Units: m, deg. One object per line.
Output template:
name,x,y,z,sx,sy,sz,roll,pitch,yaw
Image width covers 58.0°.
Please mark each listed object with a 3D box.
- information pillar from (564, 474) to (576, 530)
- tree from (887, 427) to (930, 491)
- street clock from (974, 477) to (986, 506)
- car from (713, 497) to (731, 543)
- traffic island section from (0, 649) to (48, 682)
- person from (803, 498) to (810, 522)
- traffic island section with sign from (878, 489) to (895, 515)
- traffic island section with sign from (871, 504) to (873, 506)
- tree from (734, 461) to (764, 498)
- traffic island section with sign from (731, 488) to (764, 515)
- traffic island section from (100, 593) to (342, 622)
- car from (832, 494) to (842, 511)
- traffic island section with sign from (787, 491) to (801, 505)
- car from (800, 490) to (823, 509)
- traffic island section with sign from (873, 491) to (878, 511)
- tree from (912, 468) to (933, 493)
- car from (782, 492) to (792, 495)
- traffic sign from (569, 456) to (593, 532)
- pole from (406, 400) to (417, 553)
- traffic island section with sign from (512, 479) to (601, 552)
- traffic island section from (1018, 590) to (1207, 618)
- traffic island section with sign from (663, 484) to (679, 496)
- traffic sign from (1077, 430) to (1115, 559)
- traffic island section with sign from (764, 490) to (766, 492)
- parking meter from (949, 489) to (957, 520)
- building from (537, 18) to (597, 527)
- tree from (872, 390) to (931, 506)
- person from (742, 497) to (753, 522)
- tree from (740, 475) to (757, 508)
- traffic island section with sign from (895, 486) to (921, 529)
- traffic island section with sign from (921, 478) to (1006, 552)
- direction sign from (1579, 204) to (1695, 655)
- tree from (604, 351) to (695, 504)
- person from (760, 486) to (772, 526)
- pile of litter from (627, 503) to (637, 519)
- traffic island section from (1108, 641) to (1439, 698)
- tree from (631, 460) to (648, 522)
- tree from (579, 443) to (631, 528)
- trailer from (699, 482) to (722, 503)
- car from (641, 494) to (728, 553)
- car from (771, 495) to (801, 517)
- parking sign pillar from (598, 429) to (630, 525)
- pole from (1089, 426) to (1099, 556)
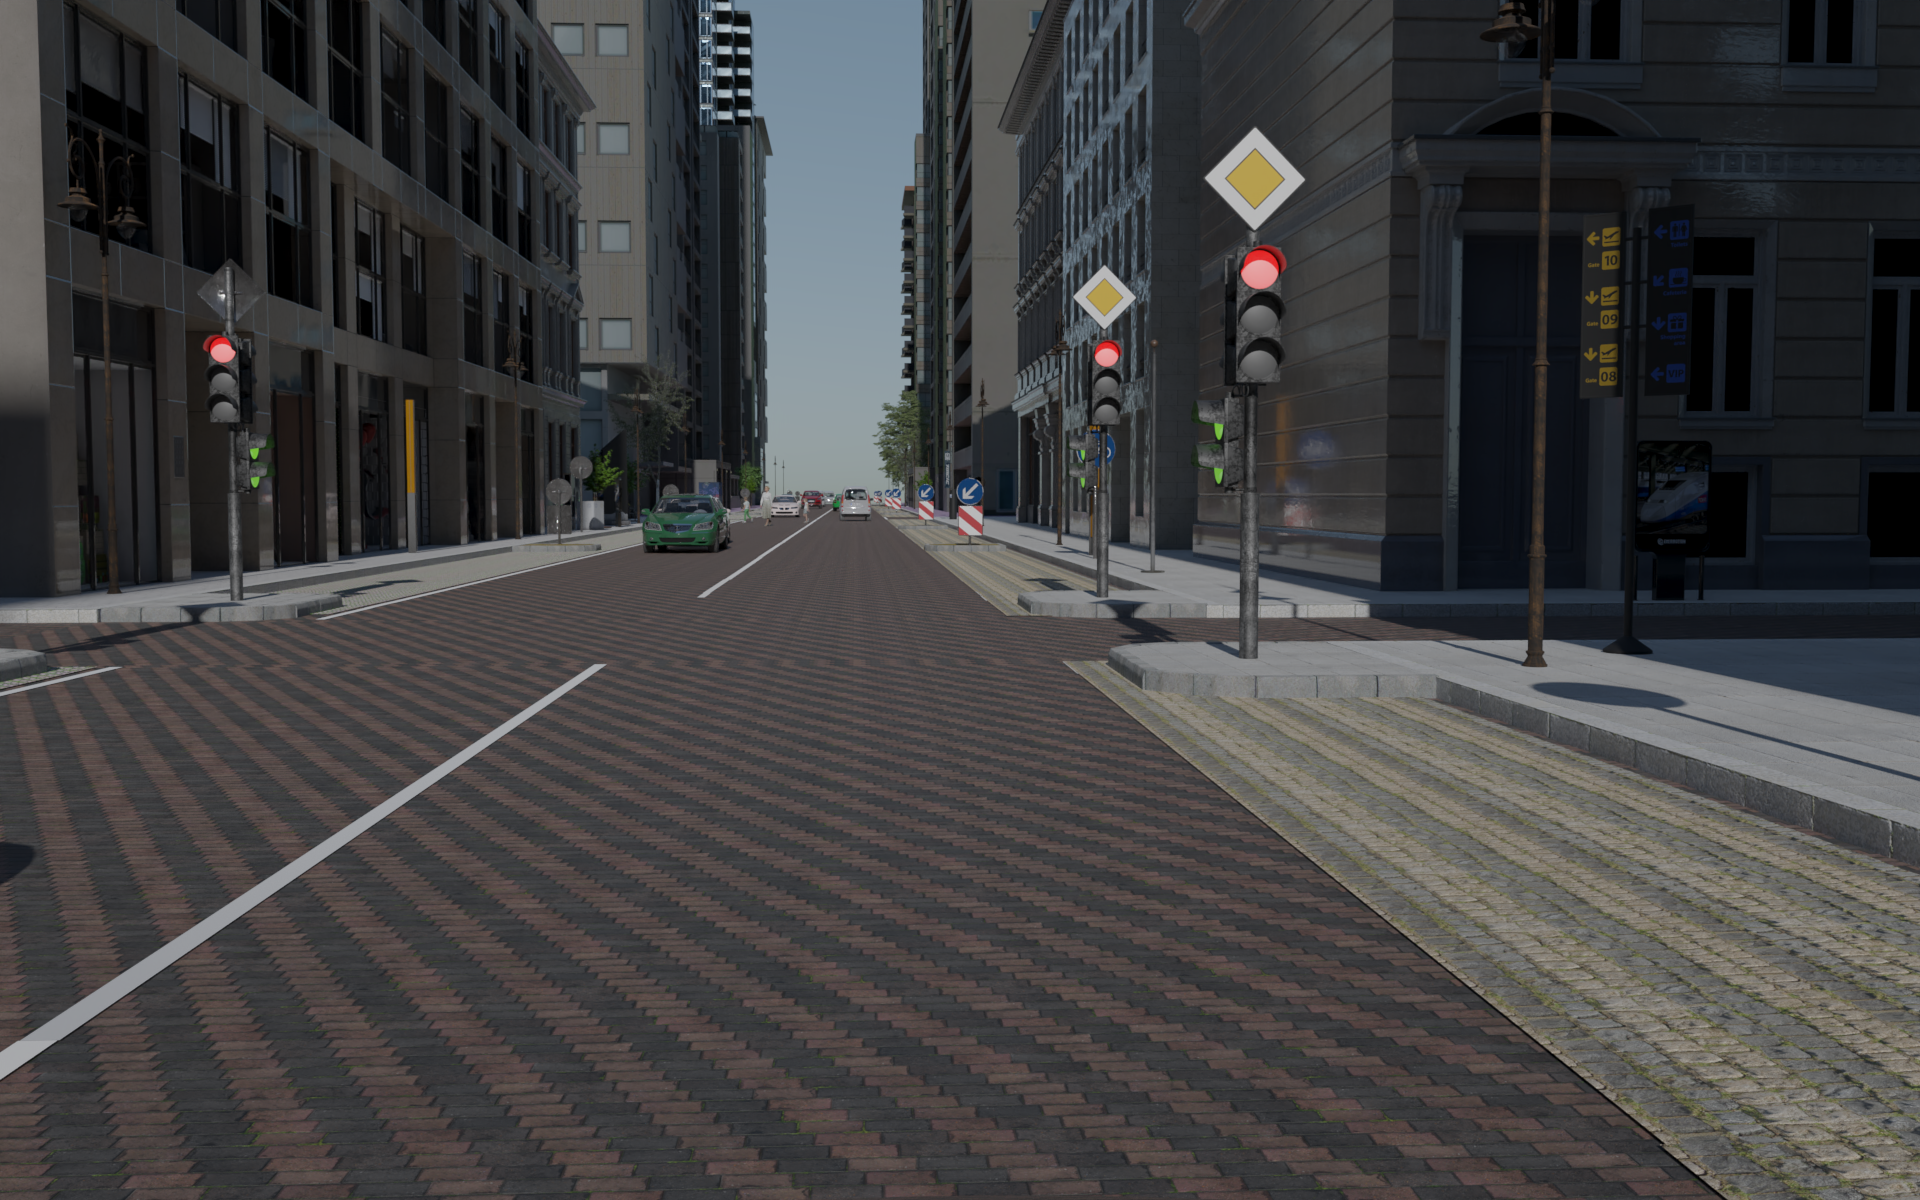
information pillar,-14.031,-3.532,62.247,0.304,2.012,0.304,1,4,16
tree,-5.247,-14.164,181.937,4.360,8.622,3.978,0,3,0
street clock,0.800,-4.098,71.566,0.471,2.002,0.358,2,4,26
car,-7.599,-2.284,49.706,2.083,1.381,4.827,0,4,-5
traffic island section,-8.247,0.574,12.900,2.009,0.180,2.903,0,4,-3
person,-7.710,-4.522,87.442,0.382,1.210,0.505,-1,4,-22
traffic island section with sign,-4.526,-6.815,120.058,1.989,1.847,2.006,0,4,-3
traffic island section with sign,-9.587,-11.910,203.349,1.989,1.847,2.006,0,4,-3
tree,-21.060,-11.525,172.153,4.285,4.588,4.351,0,3,0
traffic island section with sign,-14.704,-6.752,119.029,1.989,1.847,2.006,0,4,-3
traffic island section,-8.731,0.086,20.871,2.009,0.180,2.903,0,4,-3
car,-9.701,-8.310,144.670,1.959,1.807,4.718,0,4,-2
traffic island section with sign,-19.697,-11.775,201.149,1.989,1.847,2.006,0,4,-3
car,-14.548,-9.858,169.852,2.281,1.827,5.304,0,4,-4
traffic island section with sign,-6.215,-8.510,147.767,1.989,1.847,2.006,0,4,-3
tree,-2.487,-8.133,127.569,1.663,3.219,1.824,0,3,0
car,-18.409,-10.674,184.303,2.009,1.686,4.222,0,4,-4
traffic sign,-12.663,-3.534,57.890,0.768,2.556,0.104,0,4,-3
pole,-11.905,-2.676,37.591,0.158,3.312,0.155,0,3,0
traffic island section with sign,-10.109,-2.139,43.604,1.989,1.847,2.006,0,4,-3
traffic island section,1.791,0.048,21.503,2.009,0.180,2.903,0,4,-3
traffic island section with sign,-11.764,-3.793,70.639,1.989,1.847,2.006,0,4,-3
traffic sign,2.680,-2.090,34.274,0.768,2.556,0.104,0,4,-2
traffic island section with sign,-16.361,-8.425,146.371,1.989,1.847,2.006,0,4,-3
parking meter,-0.339,-4.828,87.352,0.372,1.533,0.369,0,3,0
building,-20.940,-13.988,64.861,11.583,22.565,21.152,0,4,-3
tree,-5.756,-16.546,188.652,7.486,12.596,7.792,0,3,0
person,-10.744,-4.575,87.548,0.590,1.304,0.306,1,4,14
tree,-19.225,-10.116,159.999,1.663,3.219,1.824,0,3,0
traffic island section with sign,-1.529,-3.799,70.736,1.989,1.847,2.006,0,4,-3
traffic island section with sign,0.101,-2.153,43.830,1.989,1.847,2.006,0,4,-3
direction sign,5.399,-1.340,13.901,0.876,3.537,0.379,3,5,43
tree,-15.600,-8.413,87.916,4.360,8.622,3.978,0,3,0
person,-8.651,-4.224,77.794,0.478,1.798,0.641,2,4,32
pile of litter,-17.453,-4.637,89.774,1.719,0.858,1.176,-2,4,-25
traffic island section,2.275,0.535,13.533,2.009,0.180,2.903,0,4,-3
tree,-15.391,-5.279,80.917,1.663,3.219,1.824,0,3,0
tree,-13.790,-4.329,65.389,1.663,3.219,1.824,0,3,0
trailer,-12.025,-4.664,83.304,1.471,1.999,3.904,0,4,-4
car,-6.887,-1.951,43.690,2.131,1.459,4.920,0,4,-3
car,-10.922,-5.839,107.823,2.083,1.381,4.827,0,4,-5
parking sign pillar,-14.380,-5.082,71.559,1.447,3.967,1.447,3,4,37
pole,2.802,-2.584,36.093,0.158,3.312,0.155,0,3,0
